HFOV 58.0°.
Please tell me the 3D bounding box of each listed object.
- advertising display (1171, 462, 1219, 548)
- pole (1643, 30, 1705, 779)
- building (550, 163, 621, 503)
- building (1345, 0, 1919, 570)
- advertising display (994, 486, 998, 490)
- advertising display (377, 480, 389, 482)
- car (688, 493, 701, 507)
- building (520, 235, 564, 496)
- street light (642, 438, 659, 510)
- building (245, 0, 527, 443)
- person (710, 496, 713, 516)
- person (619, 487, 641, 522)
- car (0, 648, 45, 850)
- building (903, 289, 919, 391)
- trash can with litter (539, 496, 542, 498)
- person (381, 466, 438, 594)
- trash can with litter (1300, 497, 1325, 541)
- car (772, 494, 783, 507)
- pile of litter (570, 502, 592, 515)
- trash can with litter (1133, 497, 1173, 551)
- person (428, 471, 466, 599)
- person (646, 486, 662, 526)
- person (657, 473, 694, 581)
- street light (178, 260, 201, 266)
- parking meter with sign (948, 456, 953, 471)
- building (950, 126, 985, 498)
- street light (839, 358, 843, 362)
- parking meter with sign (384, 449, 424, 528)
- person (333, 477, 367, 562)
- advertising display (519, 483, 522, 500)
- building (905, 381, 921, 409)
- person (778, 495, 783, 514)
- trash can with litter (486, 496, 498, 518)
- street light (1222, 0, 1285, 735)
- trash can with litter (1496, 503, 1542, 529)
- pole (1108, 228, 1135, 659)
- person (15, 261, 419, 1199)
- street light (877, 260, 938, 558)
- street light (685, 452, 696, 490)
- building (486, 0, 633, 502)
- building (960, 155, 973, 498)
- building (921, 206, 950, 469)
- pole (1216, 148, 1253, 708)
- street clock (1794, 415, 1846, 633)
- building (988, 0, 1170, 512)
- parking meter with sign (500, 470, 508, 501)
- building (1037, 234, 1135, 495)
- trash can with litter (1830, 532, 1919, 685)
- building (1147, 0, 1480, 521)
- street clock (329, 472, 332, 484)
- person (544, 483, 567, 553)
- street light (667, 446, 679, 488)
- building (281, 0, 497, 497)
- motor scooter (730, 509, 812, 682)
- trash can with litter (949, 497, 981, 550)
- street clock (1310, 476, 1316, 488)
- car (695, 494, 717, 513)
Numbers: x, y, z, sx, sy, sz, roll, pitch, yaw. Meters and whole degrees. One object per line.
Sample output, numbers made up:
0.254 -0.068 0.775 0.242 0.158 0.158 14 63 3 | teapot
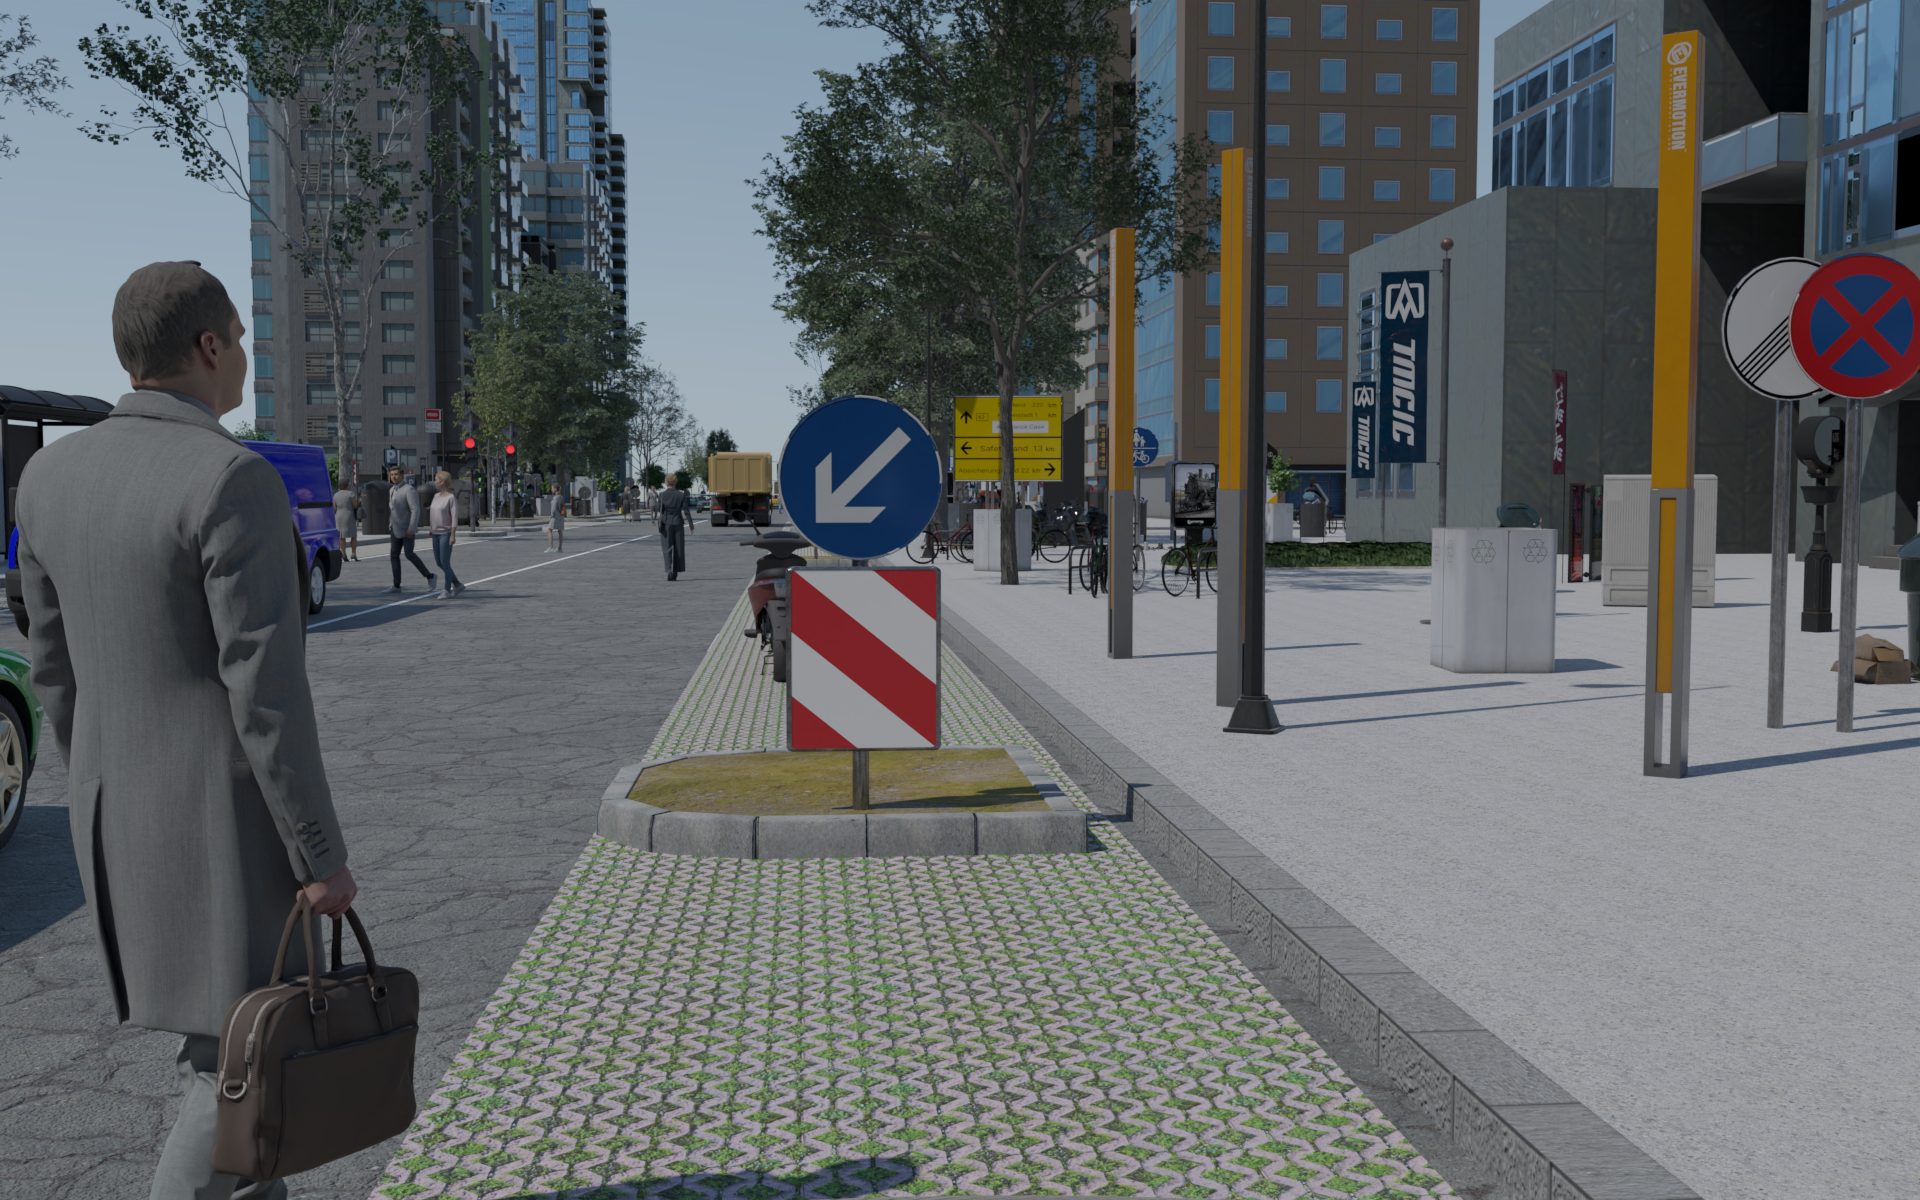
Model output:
4.793 -1.852 35.491 0.974 1.923 0.123 -1 4 -18 | advertising display
3.217 -0.854 7.799 0.158 3.312 0.155 0 3 0 | pole
-62.211 -38.564 250.125 23.786 49.044 30.456 0 4 -5 | building
22.963 -43.870 29.954 22.319 86.520 31.000 0 4 -5 | building
2.407 -7.834 133.301 0.974 1.923 0.123 0 4 0 | advertising display
-27.094 -4.667 81.525 0.123 1.923 0.974 1 4 20 | advertising display
-26.419 -10.015 172.534 1.959 1.807 4.718 0 4 -5 | car
-51.851 -25.655 191.152 14.160 30.474 14.107 0 4 -5 | building
-25.375 -10.378 142.215 1.470 5.913 1.316 0 4 -5 | street light
-54.298 -33.510 167.493 23.786 49.044 30.456 0 4 -5 | building
-15.543 -5.864 108.628 0.306 1.304 0.590 -1 4 -15 | person
-16.813 -4.855 88.094 0.699 1.804 1.509 -2 4 -31 | person
-4.550 0.211 5.339 1.959 1.807 4.718 0 4 -5 | car
-2.864 -37.419 295.399 14.154 41.232 14.086 0 4 -5 | building
-27.039 -6.038 110.111 1.055 1.170 0.624 0 4 -5 | trash can with litter
-8.019 -1.027 25.134 0.661 1.843 0.795 3 5 41 | person
7.984 -1.606 37.314 2.233 1.210 1.678 1 4 12 | trash can with litter
-18.243 -9.927 172.525 2.015 1.641 3.980 0 4 -5 | car
-22.936 -5.520 104.212 1.719 0.858 1.176 -1 4 -11 | pile of litter
4.456 -1.784 40.230 1.678 1.210 2.233 2 4 31 | trash can with litter
-7.032 -0.891 23.735 0.731 1.740 0.598 2 4 30 | person
-13.913 -4.289 78.740 0.709 1.813 0.853 -3 4 -36 | person
-4.724 -1.207 28.650 0.576 1.772 0.534 -2 4 -34 | person
-15.750 -3.787 34.465 1.470 5.913 1.316 0 4 -5 | street light
-0.464 -5.145 80.387 0.543 3.016 1.738 -1 4 -13 | parking meter with sign
5.745 -31.502 198.655 14.154 41.232 14.086 0 4 -5 | building
-3.501 -5.313 59.405 1.470 5.913 1.316 0 4 -5 | street light
-21.420 -4.317 66.848 1.738 3.016 0.543 2 4 33 | parking meter with sign
-12.882 -1.704 36.714 0.716 1.782 0.532 1 4 10 | person
-25.985 -5.905 101.766 0.123 1.923 0.974 1 4 9 | advertising display
5.907 -26.312 275.248 27.650 21.520 28.899 0 4 -5 | building
-13.116 -7.160 126.405 0.643 1.720 0.563 -3 4 -37 | person
-24.927 -4.922 91.863 0.624 1.170 1.055 -3 5 -42 | trash can with litter
1.054 -2.240 9.173 1.470 5.913 1.316 0 4 -5 | street light
7.240 -0.661 22.193 0.624 1.170 1.055 0 4 5 | trash can with litter
1.250 -1.198 13.434 0.158 3.312 0.155 0 3 0 | pole
-1.236 0.348 2.908 0.694 1.812 0.767 2 4 28 | person
-1.161 -3.793 34.564 1.470 5.913 1.316 0 4 -5 | street light
-29.966 -13.463 192.666 1.470 5.913 1.316 0 4 -5 | street light
-64.127 -59.140 279.604 22.319 86.520 31.000 0 4 -5 | building
7.539 -32.654 184.002 14.600 45.320 14.200 0 4 -5 | building
1.721 -36.758 251.108 14.600 45.320 14.200 0 4 -5 | building
1.659 -1.011 10.380 0.158 3.312 0.155 0 3 0 | pole
7.969 -0.703 16.057 0.471 2.002 0.358 -1 4 -23 | street clock
9.830 -30.914 155.559 14.600 45.320 14.200 0 4 -5 | building
-32.130 -7.693 122.037 0.543 3.016 1.738 -2 4 -33 | parking meter with sign
21.458 -17.478 130.808 27.650 21.520 28.899 0 4 -5 | building
6.555 -0.024 11.780 1.055 1.170 0.624 -1 4 -14 | trash can with litter
16.959 -26.808 88.415 14.200 45.320 14.600 0 4 -5 | building
-20.864 -3.207 56.997 0.358 2.002 0.471 1 4 10 | street clock
-9.888 -2.018 42.497 0.522 1.701 0.512 0 4 8 | person
-27.727 -11.924 167.497 1.470 5.913 1.316 0 4 -5 | street light
-47.715 -28.282 146.002 14.154 41.232 14.086 0 4 -5 | building
-1.418 -0.063 13.807 0.815 1.314 1.986 0 4 -6 | motor scooter
0.575 -1.759 39.816 2.233 1.210 1.678 1 4 19 | trash can with litter
14.482 -4.072 71.147 0.358 2.002 0.471 1 4 12 | street clock
-18.977 -7.405 130.853 2.009 1.686 4.222 0 4 -5 | car
